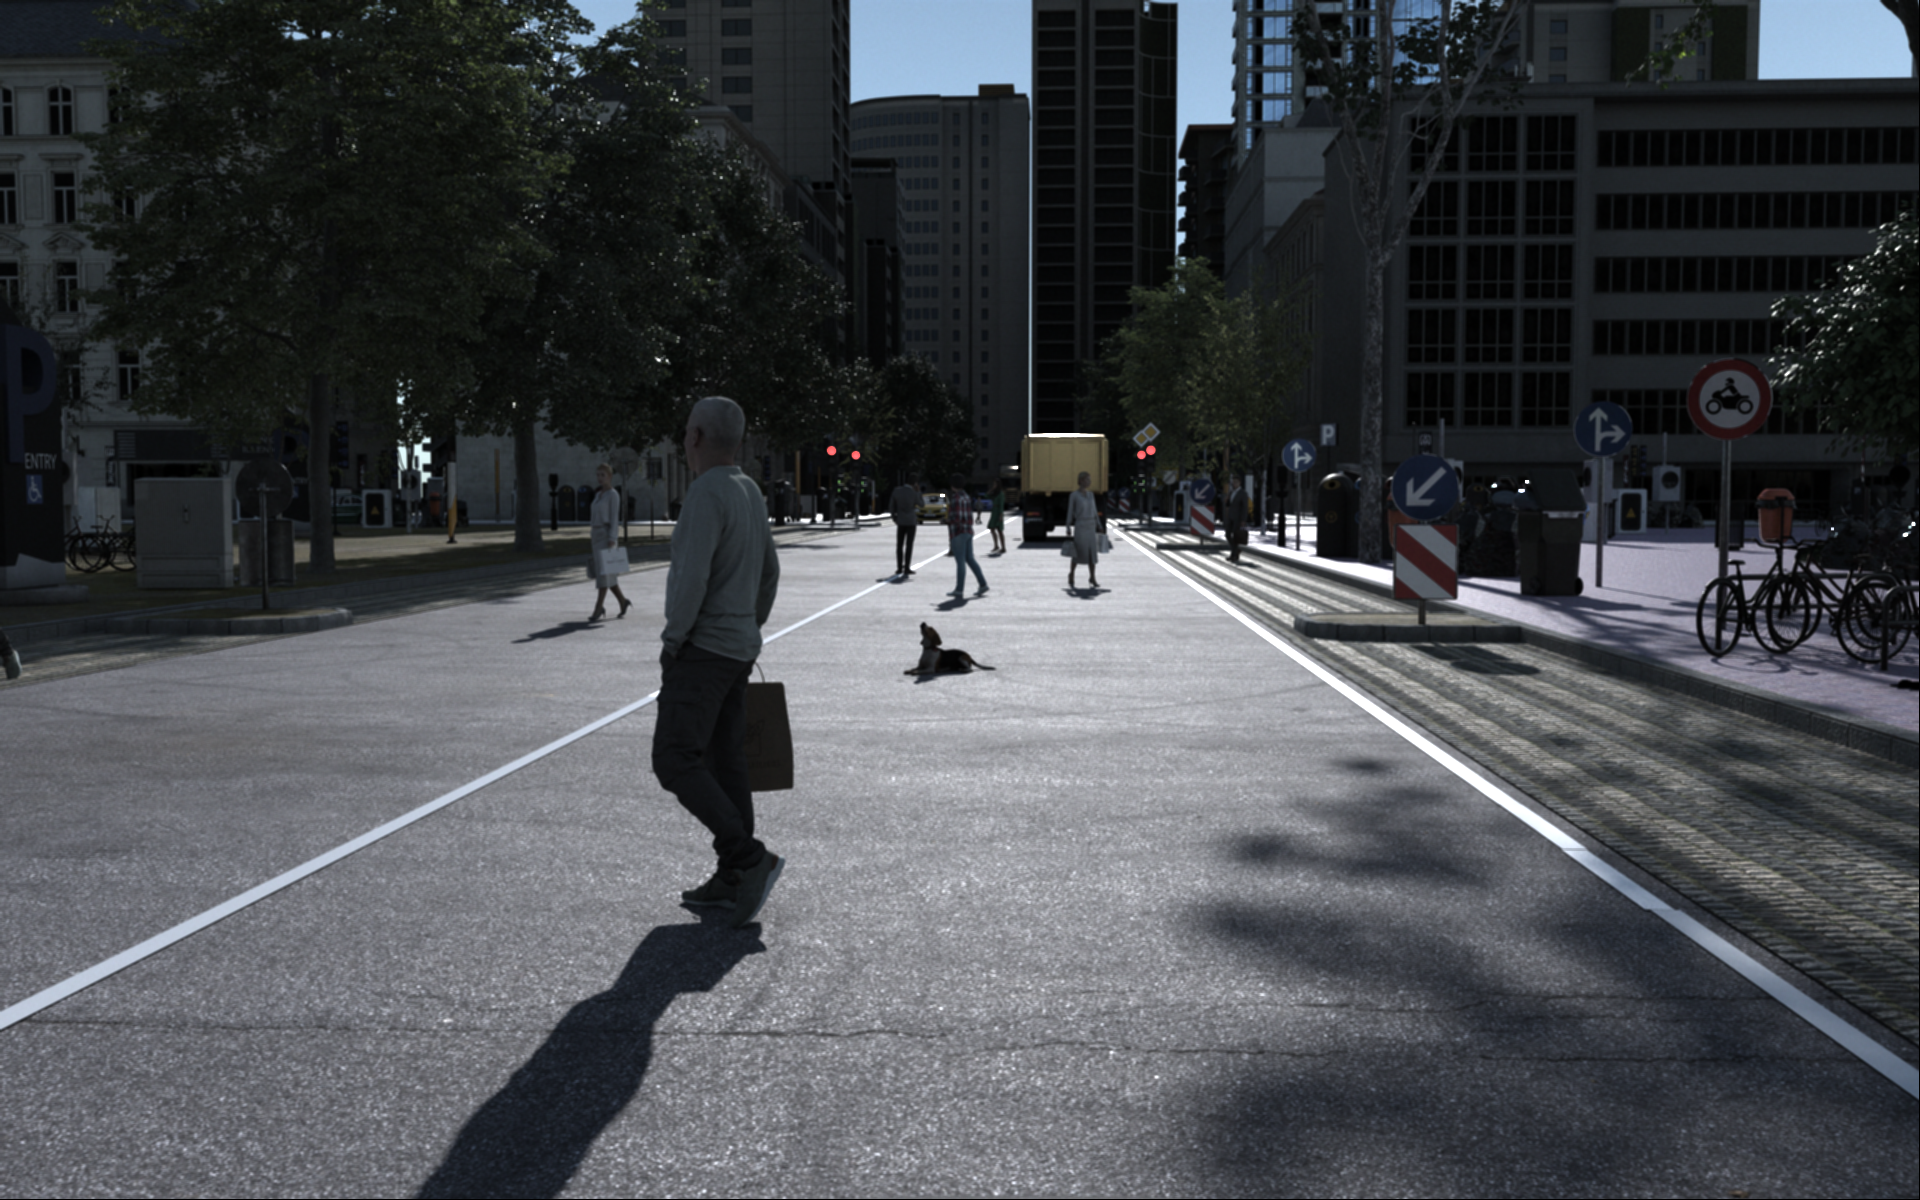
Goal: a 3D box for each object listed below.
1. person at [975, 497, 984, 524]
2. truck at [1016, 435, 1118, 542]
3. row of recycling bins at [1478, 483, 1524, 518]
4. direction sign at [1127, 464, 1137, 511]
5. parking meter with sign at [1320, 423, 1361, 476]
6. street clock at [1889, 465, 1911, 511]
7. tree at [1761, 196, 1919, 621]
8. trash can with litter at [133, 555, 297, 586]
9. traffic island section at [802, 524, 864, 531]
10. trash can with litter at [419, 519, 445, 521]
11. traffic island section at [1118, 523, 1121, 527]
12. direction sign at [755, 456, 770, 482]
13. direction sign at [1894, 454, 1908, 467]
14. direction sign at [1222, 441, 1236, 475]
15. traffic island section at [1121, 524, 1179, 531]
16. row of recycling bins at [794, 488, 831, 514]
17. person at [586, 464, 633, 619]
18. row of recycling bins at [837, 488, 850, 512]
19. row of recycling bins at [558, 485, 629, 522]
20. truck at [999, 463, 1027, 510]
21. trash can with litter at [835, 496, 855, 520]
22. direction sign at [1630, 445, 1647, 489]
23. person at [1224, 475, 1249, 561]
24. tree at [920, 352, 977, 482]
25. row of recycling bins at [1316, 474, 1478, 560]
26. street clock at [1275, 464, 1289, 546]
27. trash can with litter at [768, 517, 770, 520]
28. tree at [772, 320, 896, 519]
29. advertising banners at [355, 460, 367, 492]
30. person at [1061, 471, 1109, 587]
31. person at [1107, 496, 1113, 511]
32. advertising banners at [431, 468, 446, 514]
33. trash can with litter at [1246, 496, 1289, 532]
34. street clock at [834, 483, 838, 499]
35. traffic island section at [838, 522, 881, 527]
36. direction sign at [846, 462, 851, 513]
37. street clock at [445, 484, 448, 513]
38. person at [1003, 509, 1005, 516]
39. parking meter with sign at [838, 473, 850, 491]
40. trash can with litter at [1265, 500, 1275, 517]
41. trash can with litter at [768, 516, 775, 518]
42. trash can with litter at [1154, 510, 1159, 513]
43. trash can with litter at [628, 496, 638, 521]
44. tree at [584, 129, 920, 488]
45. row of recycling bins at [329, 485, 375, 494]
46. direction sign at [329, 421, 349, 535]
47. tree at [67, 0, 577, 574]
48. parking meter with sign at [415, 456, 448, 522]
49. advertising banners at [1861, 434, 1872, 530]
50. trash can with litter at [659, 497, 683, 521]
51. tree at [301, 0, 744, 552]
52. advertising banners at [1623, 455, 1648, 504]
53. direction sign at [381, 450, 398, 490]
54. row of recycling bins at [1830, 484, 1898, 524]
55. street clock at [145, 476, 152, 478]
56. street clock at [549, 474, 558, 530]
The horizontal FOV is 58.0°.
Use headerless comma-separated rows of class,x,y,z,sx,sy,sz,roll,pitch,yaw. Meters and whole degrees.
person,0.932,-4.337,83.679,0.475,1.303,0.640,-3,5,-40
truck,3.404,-3.648,55.576,3.469,3.379,9.791,0,4,4
row of recycling bins,19.672,-3.330,61.559,3.534,1.692,1.069,3,4,39
direction sign,13.101,-8.551,131.813,0.876,3.537,0.379,-1,4,-19
parking meter with sign,9.840,-2.885,43.425,1.738,3.016,0.543,-2,4,-33
street clock,23.583,-2.381,43.492,0.471,2.002,0.358,2,4,35
tree,10.119,-2.069,17.537,4.285,4.588,4.351,0,3,0
trash can with litter,-10.839,-0.866,25.222,2.233,1.210,1.678,-2,4,-27
traffic island section,-5.035,-2.815,68.313,2.009,0.180,2.903,0,4,3
trash can with litter,-24.982,-4.381,82.680,2.233,1.210,1.678,3,5,39
traffic island section,7.907,-3.258,75.543,2.009,0.180,2.903,0,4,3
direction sign,-11.761,-6.808,103.311,0.876,3.537,0.379,-1,4,-21
direction sign,41.330,-5.147,76.154,0.379,3.537,0.876,0,4,-5
direction sign,11.575,-5.049,74.547,0.379,3.537,0.876,-2,4,-30
traffic island section,7.435,-2.770,67.572,2.009,0.180,2.903,0,4,3
row of recycling bins,-10.280,-6.494,113.292,3.534,1.692,1.069,-2,4,-34
person,-4.039,-0.680,19.975,0.624,1.780,0.694,-2,4,-28
row of recycling bins,-9.481,-7.106,123.301,3.534,1.692,1.069,1,4,12
row of recycling bins,-17.219,-4.542,81.376,3.534,1.692,1.069,1,4,13
truck,4.814,-10.334,157.870,2.839,4.237,11.283,0,4,3
trash can with litter,-5.785,-4.664,87.645,1.055,1.170,0.624,2,4,24
direction sign,31.438,-5.403,80.330,0.876,3.537,0.379,-1,4,-19
person,5.870,-1.731,36.760,0.622,1.834,0.822,3,5,40
tree,-3.815,-13.433,136.641,9.611,12.733,9.660,0,3,0
row of recycling bins,8.461,-1.666,34.357,1.069,1.692,3.534,-2,4,-32
street clock,7.884,-2.314,42.407,0.358,2.002,0.471,0,4,7
trash can with litter,-9.701,-4.450,84.142,0.624,1.170,1.055,1,4,20
tree,-6.787,-9.443,88.813,7.601,10.594,8.767,0,3,0
advertising banners,-31.366,-5.698,89.344,0.090,3.025,2.074,2,4,27
person,1.931,-1.102,26.873,0.694,1.780,0.624,-1,4,-16
person,11.425,-7.523,131.685,0.537,1.800,0.526,3,4,36
advertising banners,-37.805,-7.931,125.863,0.090,3.025,2.074,1,4,17
trash can with litter,10.418,-2.946,59.227,1.678,1.210,2.233,1,4,23
street clock,-7.568,-6.183,105.665,0.471,2.002,0.358,-1,4,-14
traffic island section,-4.563,-3.303,76.284,2.009,0.180,2.903,0,4,3
direction sign,-7.602,-7.712,118.095,0.379,3.537,0.876,1,4,10
street clock,-35.353,-7.024,119.404,0.471,2.002,0.358,-2,4,-24
person,2.815,-6.284,115.516,0.394,1.301,0.425,0,4,8
parking meter with sign,-9.304,-9.113,145.253,1.738,3.016,0.543,-2,4,-29
trash can with litter,16.157,-4.886,91.272,0.624,1.170,1.055,-3,5,-45
trash can with litter,-10.631,-4.894,91.072,2.233,1.210,1.678,-2,4,-32
trash can with litter,14.318,-6.748,121.388,2.233,1.210,1.678,0,4,3
trash can with litter,-15.809,-4.388,83.136,0.624,1.170,1.055,0,4,-8
tree,-7.885,-8.438,54.964,9.611,12.733,9.660,0,3,0
row of recycling bins,-28.850,-4.470,80.201,3.534,1.692,1.069,-3,5,-40
direction sign,-19.401,-3.774,53.704,0.876,3.537,0.379,-1,4,-12
tree,-9.988,-6.717,27.946,7.486,12.596,7.792,0,3,0
parking meter with sign,-23.928,-5.065,79.070,1.738,3.016,0.543,0,4,-7
advertising banners,20.413,-2.621,39.036,0.090,3.025,2.074,2,4,32
trash can with litter,-13.616,-4.293,81.574,1.055,1.170,0.624,-1,4,-16
tree,-9.660,-8.050,38.273,9.857,13.997,8.962,0,3,0
advertising banners,29.726,-4.900,76.302,0.090,3.025,2.074,-1,4,-8
direction sign,-29.461,-5.963,89.498,0.876,3.537,0.379,0,4,3
row of recycling bins,38.877,-4.107,74.262,3.534,1.692,1.069,-1,4,-21
street clock,-32.763,-4.000,69.973,0.358,2.002,0.471,-3,4,-36
street clock,-14.334,-3.458,61.113,0.358,2.002,0.471,-2,4,-25
